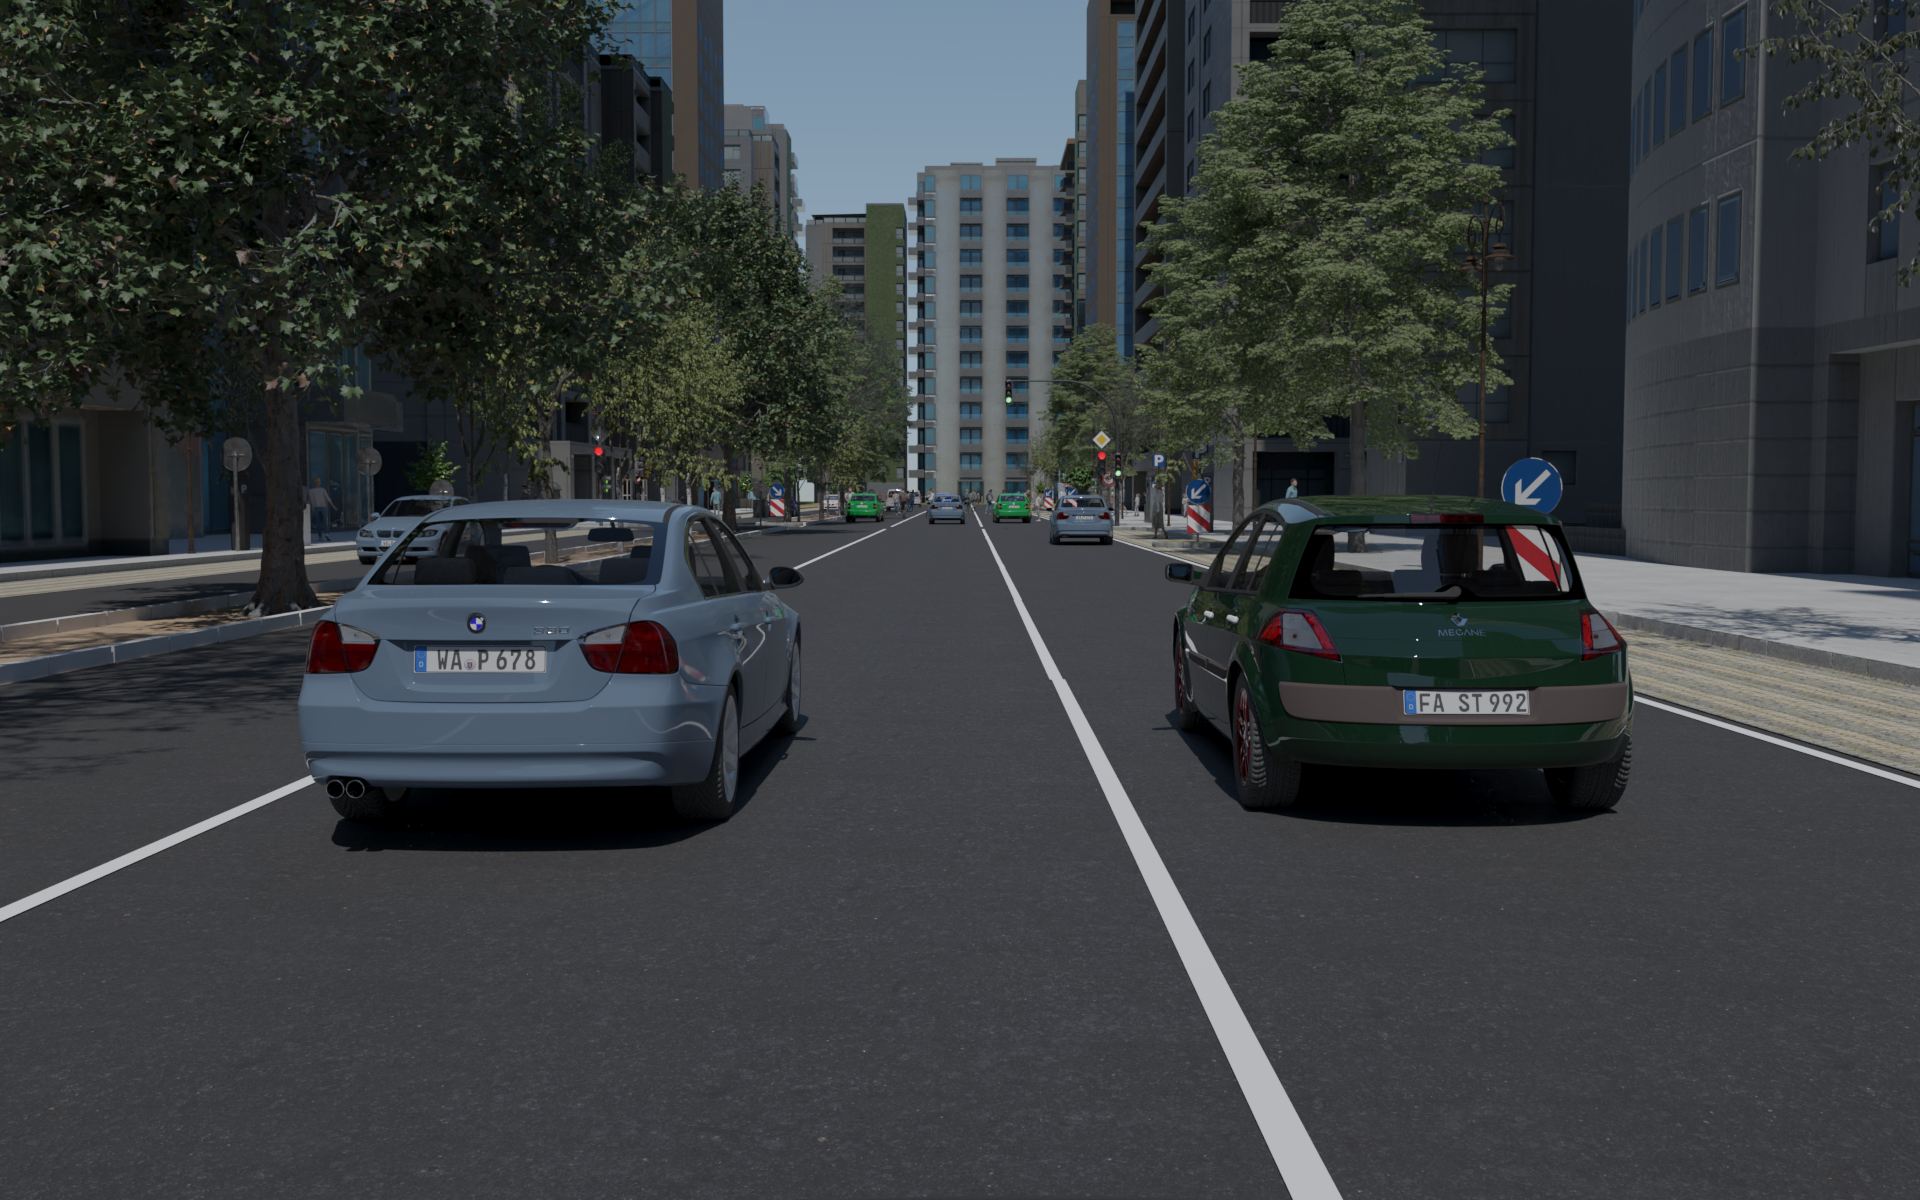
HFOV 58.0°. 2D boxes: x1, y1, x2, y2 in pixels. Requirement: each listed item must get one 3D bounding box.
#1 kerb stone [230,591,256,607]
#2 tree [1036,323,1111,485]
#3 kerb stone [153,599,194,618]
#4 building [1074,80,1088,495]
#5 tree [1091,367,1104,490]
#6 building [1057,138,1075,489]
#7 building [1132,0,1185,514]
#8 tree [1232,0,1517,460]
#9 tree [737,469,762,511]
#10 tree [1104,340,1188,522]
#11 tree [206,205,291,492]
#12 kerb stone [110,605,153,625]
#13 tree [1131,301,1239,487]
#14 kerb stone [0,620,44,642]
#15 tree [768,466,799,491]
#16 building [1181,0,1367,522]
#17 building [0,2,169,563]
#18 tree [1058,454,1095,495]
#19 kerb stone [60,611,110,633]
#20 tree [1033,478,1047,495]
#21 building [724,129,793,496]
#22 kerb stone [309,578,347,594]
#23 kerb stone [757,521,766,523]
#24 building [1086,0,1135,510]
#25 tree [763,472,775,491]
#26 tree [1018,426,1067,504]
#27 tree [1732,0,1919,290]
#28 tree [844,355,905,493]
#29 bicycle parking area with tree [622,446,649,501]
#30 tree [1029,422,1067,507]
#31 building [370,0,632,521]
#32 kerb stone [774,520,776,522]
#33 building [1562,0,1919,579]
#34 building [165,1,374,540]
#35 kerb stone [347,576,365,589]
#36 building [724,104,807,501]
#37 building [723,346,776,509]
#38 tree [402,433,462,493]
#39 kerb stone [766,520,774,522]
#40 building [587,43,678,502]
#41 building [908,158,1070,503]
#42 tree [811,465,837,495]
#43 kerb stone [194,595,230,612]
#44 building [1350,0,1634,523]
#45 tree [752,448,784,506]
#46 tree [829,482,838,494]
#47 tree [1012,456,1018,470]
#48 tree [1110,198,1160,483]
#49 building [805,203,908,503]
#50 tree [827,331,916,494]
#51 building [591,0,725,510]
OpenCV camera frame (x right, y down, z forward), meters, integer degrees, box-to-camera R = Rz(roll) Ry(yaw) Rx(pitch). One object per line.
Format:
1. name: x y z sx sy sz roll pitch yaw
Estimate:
1. kerb stone: -9.276 -0.008 22.345 0.120 0.150 1.000 0 4 0
2. tree: 8.793 -12.071 115.491 7.486 12.596 7.792 0 3 0
3. kerb stone: -9.287 0.117 20.288 0.120 0.150 1.000 0 4 0
4. building: 18.428 -30.026 174.522 14.154 41.232 14.086 0 4 0
5. tree: 8.948 -8.846 94.989 4.360 8.622 3.978 0 3 0
6. building: 23.340 -33.987 210.316 22.147 44.769 28.867 0 4 0
7. building: 23.587 -30.263 118.505 21.300 48.544 21.600 0 4 0
8. tree: 8.277 -7.303 37.539 7.486 12.596 7.792 0 3 0
9. tree: -16.054 -8.351 131.143 1.663 3.219 1.824 0 3 0
10. tree: 9.251 -7.967 80.630 4.360 8.622 3.978 0 3 0
11. tree: -17.261 -5.636 42.506 4.360 8.622 3.978 0 3 0
12. kerb stone: -9.297 0.179 19.265 0.120 0.150 1.000 0 4 0
13. tree: 8.462 -6.829 62.018 4.737 8.622 4.395 0 3 0
14. kerb stone: -9.294 0.305 17.209 0.120 0.150 1.000 0 4 0
15. tree: -16.703 -10.942 162.608 4.285 4.588 4.351 0 3 0
16. building: 22.799 -39.656 86.629 20.611 71.187 20.563 0 4 0
17. building: -27.432 -24.529 24.757 21.300 48.544 21.600 0 4 0
18. tree: 8.895 -8.681 125.648 4.285 4.588 4.351 0 3 0
19. kerb stone: -9.295 0.242 18.243 0.120 0.150 1.000 0 4 0
20. tree: 9.401 -12.707 202.356 1.663 3.219 1.824 0 3 0
21. building: -25.951 -30.891 188.670 14.154 41.232 14.086 0 4 0
22. kerb stone: -9.271 -0.195 25.420 0.120 0.150 1.000 0 4 0
23. kerb stone: -9.089 -3.487 79.242 0.120 0.150 1.000 0 4 0
24. building: 17.863 -30.236 144.474 14.600 45.320 14.200 0 4 0
25. tree: -16.879 -9.478 149.572 1.663 3.219 1.824 0 3 0
26. tree: 9.459 -14.405 185.882 4.360 8.622 3.978 0 3 0
27. tree: 8.217 -3.860 13.471 4.360 8.622 3.978 0 3 0
28. tree: -7.717 -12.012 124.609 9.928 11.665 9.643 0 3 0
29. bicycle parking area with tree: -22.680 -7.185 104.470 8.231 4.147 9.016 1 4 14
30. tree: 8.754 -13.293 167.703 4.737 8.622 4.395 0 3 0
31. building: -28.118 -39.743 88.047 20.563 71.187 20.611 0 4 0
32. kerb stone: -9.075 -3.741 83.354 0.120 0.150 1.000 0 4 0
33. building: 23.252 -29.743 28.304 21.231 58.520 28.212 0 4 0
34. building: -34.814 -26.581 54.213 30.456 49.044 23.786 0 4 0
35. kerb stone: -9.264 -0.260 26.441 0.120 0.150 1.000 0 4 0
36. building: -35.465 -36.293 212.993 30.456 49.044 23.786 0 4 0
37. building: -33.264 -19.721 167.476 27.650 21.520 28.899 0 4 0
38. tree: -16.766 -3.697 55.040 1.663 3.219 1.824 0 3 0
39. kerb stone: -9.084 -3.676 82.325 0.120 0.150 1.000 0 4 0
40. building: -26.953 -20.972 114.597 14.160 30.474 14.107 0 4 0
41. building: 7.900 -38.515 249.321 30.456 49.044 23.786 0 4 0
42. tree: -15.519 -17.393 218.789 7.601 10.594 8.767 0 4 1
43. kerb stone: -9.287 0.054 21.319 0.120 0.150 1.000 0 4 0
44. building: 20.491 -22.895 57.935 14.154 41.232 14.086 0 4 0
45. tree: -16.937 -12.508 154.868 4.360 8.622 3.978 0 3 0
46. tree: -16.291 -14.218 227.064 1.663 3.219 1.824 0 3 0
47. tree: 8.928 -16.327 217.303 4.360 8.622 3.978 0 3 0
48. tree: 8.946 -8.249 52.995 7.486 12.596 7.792 0 3 0
49. building: -14.538 -34.359 245.367 14.086 41.232 14.154 0 4 0
50. tree: -7.889 -13.840 135.396 9.857 13.997 8.962 0 3 0
51. building: -26.364 -29.734 136.255 14.600 45.320 14.200 0 4 0
